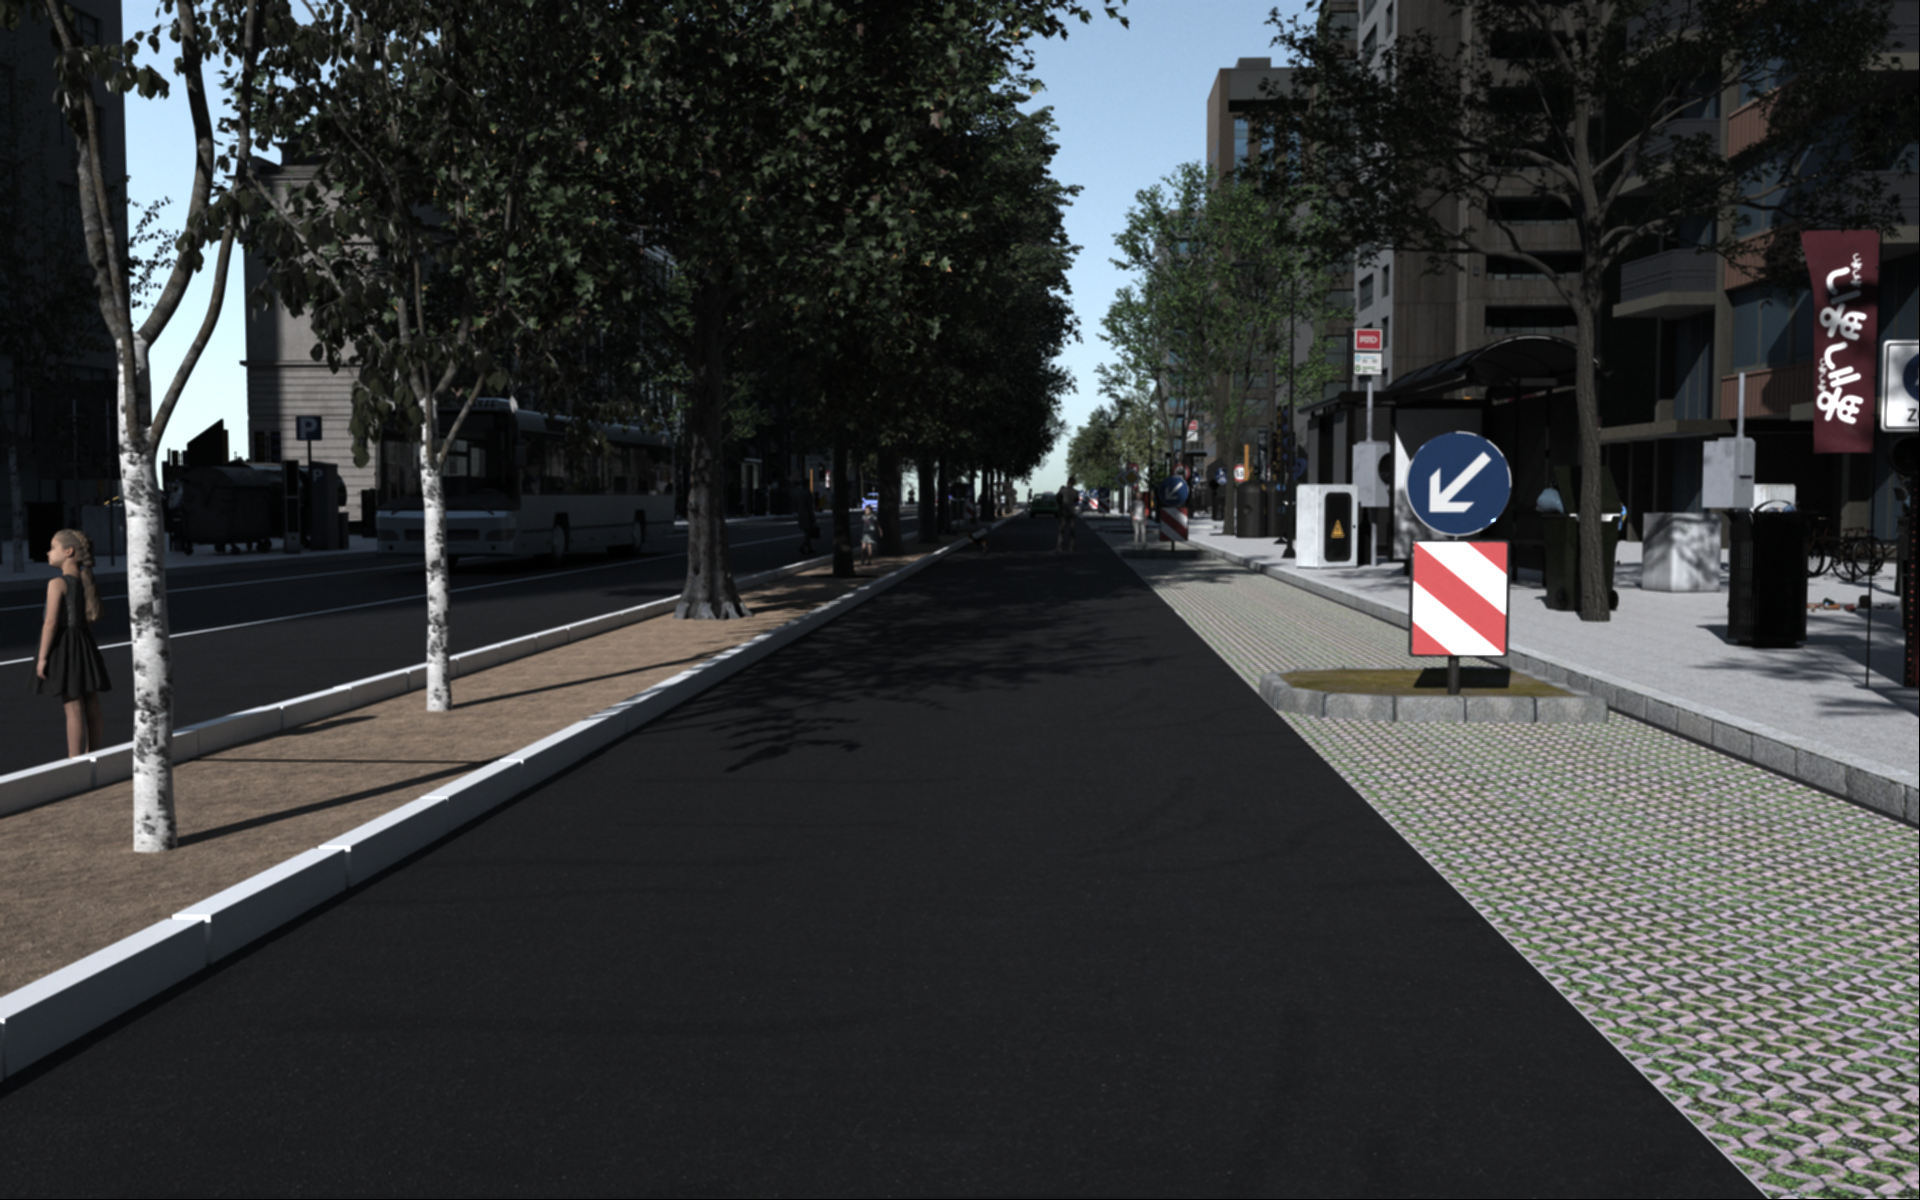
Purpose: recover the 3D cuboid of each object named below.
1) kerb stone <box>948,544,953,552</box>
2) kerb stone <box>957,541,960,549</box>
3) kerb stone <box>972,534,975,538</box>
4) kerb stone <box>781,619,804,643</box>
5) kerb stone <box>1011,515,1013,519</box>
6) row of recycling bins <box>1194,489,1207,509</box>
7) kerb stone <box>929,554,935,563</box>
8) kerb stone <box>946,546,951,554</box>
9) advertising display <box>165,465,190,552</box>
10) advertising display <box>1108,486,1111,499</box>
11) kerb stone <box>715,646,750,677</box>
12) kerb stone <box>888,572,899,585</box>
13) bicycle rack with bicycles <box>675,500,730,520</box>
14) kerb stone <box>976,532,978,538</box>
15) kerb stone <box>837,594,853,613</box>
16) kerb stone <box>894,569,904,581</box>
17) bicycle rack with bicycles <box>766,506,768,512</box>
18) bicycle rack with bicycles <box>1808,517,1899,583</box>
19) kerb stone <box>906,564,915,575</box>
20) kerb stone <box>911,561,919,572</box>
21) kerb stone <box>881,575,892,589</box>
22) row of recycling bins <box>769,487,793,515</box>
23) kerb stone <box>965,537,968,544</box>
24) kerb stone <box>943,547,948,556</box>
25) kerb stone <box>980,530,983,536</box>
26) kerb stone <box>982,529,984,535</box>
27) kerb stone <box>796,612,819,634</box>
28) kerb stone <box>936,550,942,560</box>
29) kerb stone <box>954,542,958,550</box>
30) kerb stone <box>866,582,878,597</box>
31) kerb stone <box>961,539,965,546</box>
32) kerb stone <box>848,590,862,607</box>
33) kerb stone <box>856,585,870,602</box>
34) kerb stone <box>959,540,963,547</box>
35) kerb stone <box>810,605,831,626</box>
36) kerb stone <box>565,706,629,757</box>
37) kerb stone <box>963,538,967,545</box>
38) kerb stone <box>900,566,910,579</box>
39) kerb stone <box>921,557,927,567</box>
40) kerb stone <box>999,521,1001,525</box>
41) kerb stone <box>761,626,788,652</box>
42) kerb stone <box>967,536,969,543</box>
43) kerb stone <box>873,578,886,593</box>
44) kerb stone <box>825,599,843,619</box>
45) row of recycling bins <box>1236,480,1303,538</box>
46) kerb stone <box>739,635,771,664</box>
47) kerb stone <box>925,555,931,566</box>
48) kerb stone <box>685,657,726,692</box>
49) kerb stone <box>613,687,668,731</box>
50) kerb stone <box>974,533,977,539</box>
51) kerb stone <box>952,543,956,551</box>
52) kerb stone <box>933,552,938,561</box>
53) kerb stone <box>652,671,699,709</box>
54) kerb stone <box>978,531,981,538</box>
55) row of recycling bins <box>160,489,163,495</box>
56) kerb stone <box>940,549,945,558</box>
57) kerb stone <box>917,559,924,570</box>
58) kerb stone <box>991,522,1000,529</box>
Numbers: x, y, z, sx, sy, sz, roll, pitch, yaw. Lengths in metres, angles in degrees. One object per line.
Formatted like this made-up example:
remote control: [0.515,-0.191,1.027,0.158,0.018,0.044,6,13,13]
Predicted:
kerb stone: [-0.317,-1.186,41.590,0.120,0.150,1.000,0,4,3]
kerb stone: [-0.148,-1.371,44.657,0.120,0.150,1.000,0,4,3]
kerb stone: [0.304,-1.875,52.855,0.120,0.150,1.000,0,4,3]
kerb stone: [-1.688,0.320,17.037,0.120,0.150,1.000,0,4,3]
kerb stone: [2.687,-4.467,95.392,0.120,0.150,1.000,0,4,3]
row of recycling bins: [19.497,-8.069,139.042,1.069,1.692,3.534,-1,4,-17]
kerb stone: [-0.664,-0.811,35.456,0.120,0.150,1.000,0,4,3]
kerb stone: [-0.372,-1.121,40.569,0.120,0.150,1.000,0,4,3]
advertising display: [-17.458,-2.047,38.682,0.974,1.923,0.123,3,5,42]
advertising display: [12.296,-8.413,142.761,0.123,1.923,0.974,0,4,-1]
kerb stone: [-1.863,0.507,13.964,0.120,0.150,1.000,0,4,3]
kerb stone: [-1.111,-0.310,27.272,0.120,0.150,1.000,0,4,3]
bicycle rack with bicycles: [-12.762,-4.392,85.185,2.925,0.926,2.852,-2,4,-34]
kerb stone: [0.418,-1.999,54.896,0.120,0.150,1.000,0,4,3]
kerb stone: [-1.456,0.065,21.129,0.120,0.150,1.000,0,4,3]
kerb stone: [-1.063,-0.373,28.295,0.120,0.150,1.000,0,4,3]
bicycle rack with bicycles: [-15.201,-6.565,120.714,2.925,0.926,2.852,3,5,41]
bicycle rack with bicycles: [13.433,-0.782,26.161,2.925,0.926,2.852,-1,4,-10]
kerb stone: [-0.942,-0.498,30.336,0.120,0.150,1.000,0,4,3]
kerb stone: [-0.890,-0.561,31.363,0.120,0.150,1.000,0,4,3]
kerb stone: [-1.172,-0.246,26.243,0.120,0.150,1.000,0,4,3]
row of recycling bins: [-11.078,-6.153,107.716,1.069,1.692,3.534,-1,4,-18]
kerb stone: [0.079,-1.625,48.763,0.120,0.150,1.000,0,4,3]
kerb stone: [-0.432,-1.059,39.549,0.120,0.150,1.000,0,4,3]
kerb stone: [0.599,-2.185,57.964,0.120,0.150,1.000,0,4,3]
kerb stone: [0.657,-2.251,58.993,0.120,0.150,1.000,0,4,3]
kerb stone: [-1.629,0.256,18.059,0.120,0.150,1.000,0,4,3]
kerb stone: [-0.539,-0.930,37.498,0.120,0.150,1.000,0,4,3]
kerb stone: [-0.208,-1.311,43.636,0.120,0.150,1.000,0,4,3]
kerb stone: [-1.289,-0.122,24.196,0.120,0.150,1.000,0,4,3]
kerb stone: [-0.033,-1.499,46.704,0.120,0.150,1.000,0,4,3]
kerb stone: [-1.402,0.006,22.150,0.120,0.150,1.000,0,4,3]
kerb stone: [-1.346,-0.060,23.176,0.120,0.150,1.000,0,4,3]
kerb stone: [-0.085,-1.436,45.677,0.120,0.150,1.000,0,4,3]
kerb stone: [-1.570,0.191,19.080,0.120,0.150,1.000,0,4,3]
kerb stone: [-2.089,0.757,9.881,0.120,0.150,1.000,0,4,3]
kerb stone: [0.026,-1.558,47.732,0.120,0.150,1.000,0,4,3]
kerb stone: [-0.995,-0.429,29.315,0.120,0.150,1.000,0,4,3]
kerb stone: [-0.780,-0.686,33.405,0.120,0.150,1.000,0,4,3]
kerb stone: [1.599,-3.287,75.939,0.120,0.150,1.000,0,4,3]
kerb stone: [-1.747,0.378,16.014,0.120,0.150,1.000,0,4,3]
kerb stone: [0.141,-1.688,49.791,0.120,0.150,1.000,0,4,3]
kerb stone: [-1.227,-0.185,25.217,0.120,0.150,1.000,0,4,3]
kerb stone: [-1.513,0.128,20.107,0.120,0.150,1.000,0,4,3]
row of recycling bins: [9.637,-2.716,51.517,3.534,1.692,1.069,-2,4,-33]
kerb stone: [-1.803,0.445,14.987,0.120,0.150,1.000,0,4,3]
kerb stone: [-0.724,-0.748,34.425,0.120,0.150,1.000,0,4,3]
kerb stone: [-1.920,0.567,12.943,0.120,0.150,1.000,0,4,3]
kerb stone: [-2.029,0.695,10.902,0.120,0.150,1.000,0,4,3]
kerb stone: [0.372,-1.938,53.875,0.120,0.150,1.000,0,4,3]
kerb stone: [-0.262,-1.249,42.611,0.120,0.150,1.000,0,4,3]
kerb stone: [-0.607,-0.873,36.476,0.120,0.150,1.000,0,4,3]
kerb stone: [-1.976,0.630,11.922,0.120,0.150,1.000,0,4,3]
kerb stone: [0.540,-2.125,56.943,0.120,0.150,1.000,0,4,3]
row of recycling bins: [-63.918,-7.968,137.395,1.069,1.692,3.534,1,4,21]
kerb stone: [-0.479,-0.996,38.519,0.120,0.150,1.000,0,4,3]
kerb stone: [-0.827,-0.623,32.383,0.120,0.150,1.000,0,4,3]
kerb stone: [1.548,-3.220,74.910,0.120,0.150,1.000,0,4,3]
